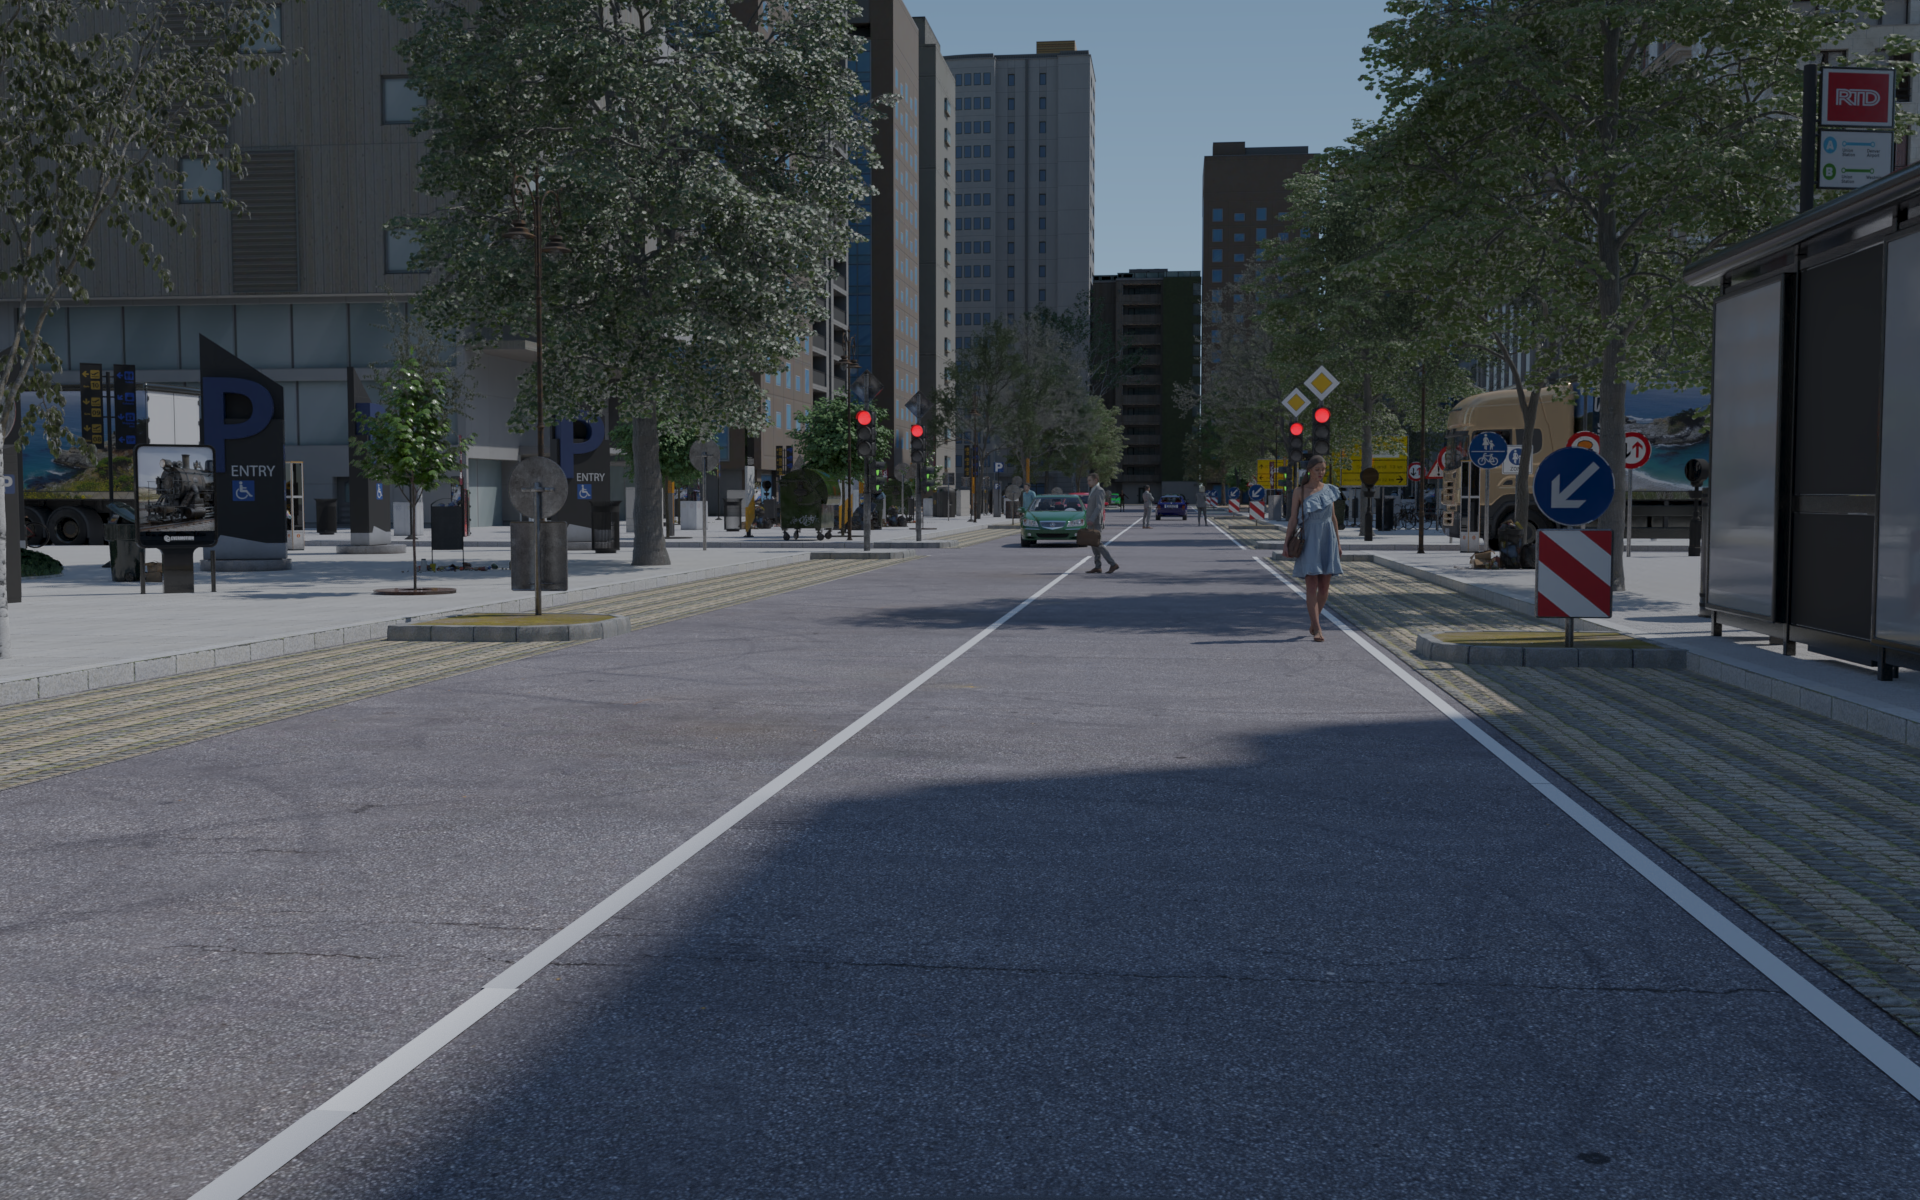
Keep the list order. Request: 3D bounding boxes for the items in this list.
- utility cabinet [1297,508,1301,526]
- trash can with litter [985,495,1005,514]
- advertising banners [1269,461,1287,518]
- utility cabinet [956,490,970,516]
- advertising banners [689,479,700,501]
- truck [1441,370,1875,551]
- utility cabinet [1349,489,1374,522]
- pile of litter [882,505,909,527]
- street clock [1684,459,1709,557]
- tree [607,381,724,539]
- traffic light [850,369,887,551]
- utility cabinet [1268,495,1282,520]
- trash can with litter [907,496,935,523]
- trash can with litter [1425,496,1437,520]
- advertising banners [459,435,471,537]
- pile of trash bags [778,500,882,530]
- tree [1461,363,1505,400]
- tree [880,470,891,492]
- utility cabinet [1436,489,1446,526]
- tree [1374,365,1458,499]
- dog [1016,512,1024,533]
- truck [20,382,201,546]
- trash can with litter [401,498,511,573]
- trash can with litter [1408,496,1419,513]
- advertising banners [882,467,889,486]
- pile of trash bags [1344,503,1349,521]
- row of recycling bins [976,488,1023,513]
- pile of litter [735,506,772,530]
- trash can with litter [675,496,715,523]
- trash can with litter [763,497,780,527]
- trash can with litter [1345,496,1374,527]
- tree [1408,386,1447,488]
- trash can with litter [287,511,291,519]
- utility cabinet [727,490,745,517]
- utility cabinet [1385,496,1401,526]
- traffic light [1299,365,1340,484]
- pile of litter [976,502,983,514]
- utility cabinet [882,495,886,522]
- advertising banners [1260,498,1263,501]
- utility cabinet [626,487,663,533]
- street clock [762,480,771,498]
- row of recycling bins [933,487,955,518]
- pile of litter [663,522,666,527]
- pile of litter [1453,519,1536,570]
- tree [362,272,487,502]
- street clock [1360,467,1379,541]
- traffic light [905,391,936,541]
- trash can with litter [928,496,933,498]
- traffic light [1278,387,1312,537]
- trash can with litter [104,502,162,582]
[{"bbox_3d":[13.628,-3.687,68.963,0.318,1.500,1.173,2,4,30],"label":"utility cabinet"},{"bbox_3d":[2.260,-6.040,109.812,2.233,1.210,1.678,-1,4,-14],"label":"trash can with litter"},{"bbox_3d":[17.012,-5.883,92.379,0.090,3.025,2.074,-1,4,-19],"label":"advertising banners"},{"bbox_3d":[0.167,-5.610,100.402,0.318,1.500,1.173,2,4,26],"label":"utility cabinet"},{"bbox_3d":[-14.013,-5.833,91.560,0.090,3.025,2.074,-2,4,-24],"label":"advertising banners"},{"bbox_3d":[16.493,-3.155,40.502,11.283,4.237,2.839,0,4,6],"label":"truck"},{"bbox_3d":[18.380,-4.323,79.367,1.173,1.500,0.318,-2,4,-25],"label":"utility cabinet"},{"bbox_3d":[-2.767,-3.269,67.412,1.719,0.858,1.176,-1,4,-19],"label":"pile of litter"},{"bbox_3d":[15.136,-1.898,35.605,0.358,2.002,0.471,-1,4,-21],"label":"street clock"},{"bbox_3d":[-8.484,-4.057,50.046,4.285,4.588,4.351,0,3,0],"label":"tree"},{"bbox_3d":[-2.085,-3.064,39.022,0.839,4.253,0.868,0,4,7],"label":"traffic light"},{"bbox_3d":[15.473,-4.523,85.116,0.306,1.237,1.020,2,4,33],"label":"utility cabinet"},{"bbox_3d":[-2.188,-4.021,76.794,1.678,1.210,2.233,-1,4,-22],"label":"trash can with litter"},{"bbox_3d":[22.844,-4.417,83.611,0.624,1.170,1.055,0,4,-5],"label":"trash can with litter"},{"bbox_3d":[-14.862,-3.411,51.956,0.090,3.025,2.074,0,4,-8],"label":"advertising banners"},{"bbox_3d":[-4.464,-3.215,62.321,3.447,1.369,1.912,2,4,27],"label":"pile of trash bags"},{"bbox_3d":[29.441,-9.000,97.516,4.360,8.622,3.978,0,3,0],"label":"tree"},{"bbox_3d":[-5.275,-7.410,115.750,1.663,3.219,1.824,0,3,0],"label":"tree"},{"bbox_3d":[19.772,-3.738,69.790,1.173,1.500,0.318,-2,4,-25],"label":"utility cabinet"},{"bbox_3d":[23.988,-8.752,93.452,4.360,8.622,3.978,0,3,0],"label":"tree"},{"bbox_3d":[2.489,-2.880,63.922,0.513,0.831,0.800,-3,4,-36],"label":"dog"},{"bbox_3d":[-25.738,-3.453,45.371,11.283,4.237,2.839,0,4,8],"label":"truck"},{"bbox_3d":[-8.200,-1.102,29.077,2.233,1.210,1.678,-1,4,-16],"label":"trash can with litter"},{"bbox_3d":[27.251,-5.673,104.142,0.624,1.170,1.055,2,4,35],"label":"trash can with litter"},{"bbox_3d":[-4.221,-7.181,113.591,2.074,3.025,0.090,-2,4,-26],"label":"advertising banners"},{"bbox_3d":[18.305,-4.557,84.257,3.447,1.369,1.912,-2,4,-30],"label":"pile of trash bags"},{"bbox_3d":[2.766,-6.771,117.824,3.534,1.692,1.069,-1,4,-15],"label":"row of recycling bins"},{"bbox_3d":[-7.594,-3.024,63.415,1.176,0.858,1.719,3,5,44],"label":"pile of litter"},{"bbox_3d":[-12.030,-4.041,77.126,2.233,1.210,1.678,-1,4,-12],"label":"trash can with litter"},{"bbox_3d":[-7.020,-3.444,67.361,2.233,1.210,1.678,0,4,4],"label":"trash can with litter"},{"bbox_3d":[15.309,-3.461,67.649,1.678,1.210,2.233,1,4,15],"label":"trash can with litter"},{"bbox_3d":[29.130,-9.781,110.280,4.737,8.622,4.395,0,3,0],"label":"tree"},{"bbox_3d":[-13.945,-1.419,34.580,0.624,1.170,1.055,2,4,26],"label":"trash can with litter"},{"bbox_3d":[-12.443,-5.406,97.067,1.173,1.500,0.318,0,4,6],"label":"utility cabinet"},{"bbox_3d":[17.403,-3.580,69.697,0.306,1.237,1.020,0,4,-6],"label":"utility cabinet"},{"bbox_3d":[7.852,-2.990,37.809,0.839,4.253,0.868,0,4,7],"label":"traffic light"},{"bbox_3d":[0.892,-6.049,112.871,1.176,0.858,1.719,0,4,-7],"label":"pile of litter"},{"bbox_3d":[-3.885,-4.114,78.418,1.020,1.237,0.306,-2,4,-26],"label":"utility cabinet"},{"bbox_3d":[17.893,-6.518,102.753,0.090,3.025,2.074,2,4,28],"label":"advertising banners"},{"bbox_3d":[-10.375,-2.954,56.979,1.173,1.500,0.318,0,4,-2],"label":"utility cabinet"},{"bbox_3d":[-10.198,-5.309,91.380,0.471,2.002,0.358,-3,5,-42],"label":"street clock"},{"bbox_3d":[-0.855,-5.430,95.896,1.069,1.692,3.534,-1,4,-8],"label":"row of recycling bins"},{"bbox_3d":[-12.245,-3.341,68.583,1.719,0.858,1.176,3,5,40],"label":"pile of litter"},{"bbox_3d":[9.314,-0.969,29.815,1.719,0.858,1.176,0,4,4],"label":"pile of litter"},{"bbox_3d":[-18.104,-6.593,58.162,4.360,8.622,3.978,0,3,0],"label":"tree"},{"bbox_3d":[11.111,-2.599,47.057,0.471,2.002,0.358,0,4,-2],"label":"street clock"},{"bbox_3d":[-1.101,-3.549,46.947,0.839,4.253,0.868,0,4,7],"label":"traffic light"},{"bbox_3d":[-1.768,-5.836,106.804,0.624,1.170,1.055,1,4,16],"label":"trash can with litter"},{"bbox_3d":[8.836,-3.475,45.734,0.839,4.253,0.868,0,4,7],"label":"traffic light"},{"bbox_3d":[-11.967,-0.858,25.411,1.055,1.170,0.624,1,4,8],"label":"trash can with litter"}]
